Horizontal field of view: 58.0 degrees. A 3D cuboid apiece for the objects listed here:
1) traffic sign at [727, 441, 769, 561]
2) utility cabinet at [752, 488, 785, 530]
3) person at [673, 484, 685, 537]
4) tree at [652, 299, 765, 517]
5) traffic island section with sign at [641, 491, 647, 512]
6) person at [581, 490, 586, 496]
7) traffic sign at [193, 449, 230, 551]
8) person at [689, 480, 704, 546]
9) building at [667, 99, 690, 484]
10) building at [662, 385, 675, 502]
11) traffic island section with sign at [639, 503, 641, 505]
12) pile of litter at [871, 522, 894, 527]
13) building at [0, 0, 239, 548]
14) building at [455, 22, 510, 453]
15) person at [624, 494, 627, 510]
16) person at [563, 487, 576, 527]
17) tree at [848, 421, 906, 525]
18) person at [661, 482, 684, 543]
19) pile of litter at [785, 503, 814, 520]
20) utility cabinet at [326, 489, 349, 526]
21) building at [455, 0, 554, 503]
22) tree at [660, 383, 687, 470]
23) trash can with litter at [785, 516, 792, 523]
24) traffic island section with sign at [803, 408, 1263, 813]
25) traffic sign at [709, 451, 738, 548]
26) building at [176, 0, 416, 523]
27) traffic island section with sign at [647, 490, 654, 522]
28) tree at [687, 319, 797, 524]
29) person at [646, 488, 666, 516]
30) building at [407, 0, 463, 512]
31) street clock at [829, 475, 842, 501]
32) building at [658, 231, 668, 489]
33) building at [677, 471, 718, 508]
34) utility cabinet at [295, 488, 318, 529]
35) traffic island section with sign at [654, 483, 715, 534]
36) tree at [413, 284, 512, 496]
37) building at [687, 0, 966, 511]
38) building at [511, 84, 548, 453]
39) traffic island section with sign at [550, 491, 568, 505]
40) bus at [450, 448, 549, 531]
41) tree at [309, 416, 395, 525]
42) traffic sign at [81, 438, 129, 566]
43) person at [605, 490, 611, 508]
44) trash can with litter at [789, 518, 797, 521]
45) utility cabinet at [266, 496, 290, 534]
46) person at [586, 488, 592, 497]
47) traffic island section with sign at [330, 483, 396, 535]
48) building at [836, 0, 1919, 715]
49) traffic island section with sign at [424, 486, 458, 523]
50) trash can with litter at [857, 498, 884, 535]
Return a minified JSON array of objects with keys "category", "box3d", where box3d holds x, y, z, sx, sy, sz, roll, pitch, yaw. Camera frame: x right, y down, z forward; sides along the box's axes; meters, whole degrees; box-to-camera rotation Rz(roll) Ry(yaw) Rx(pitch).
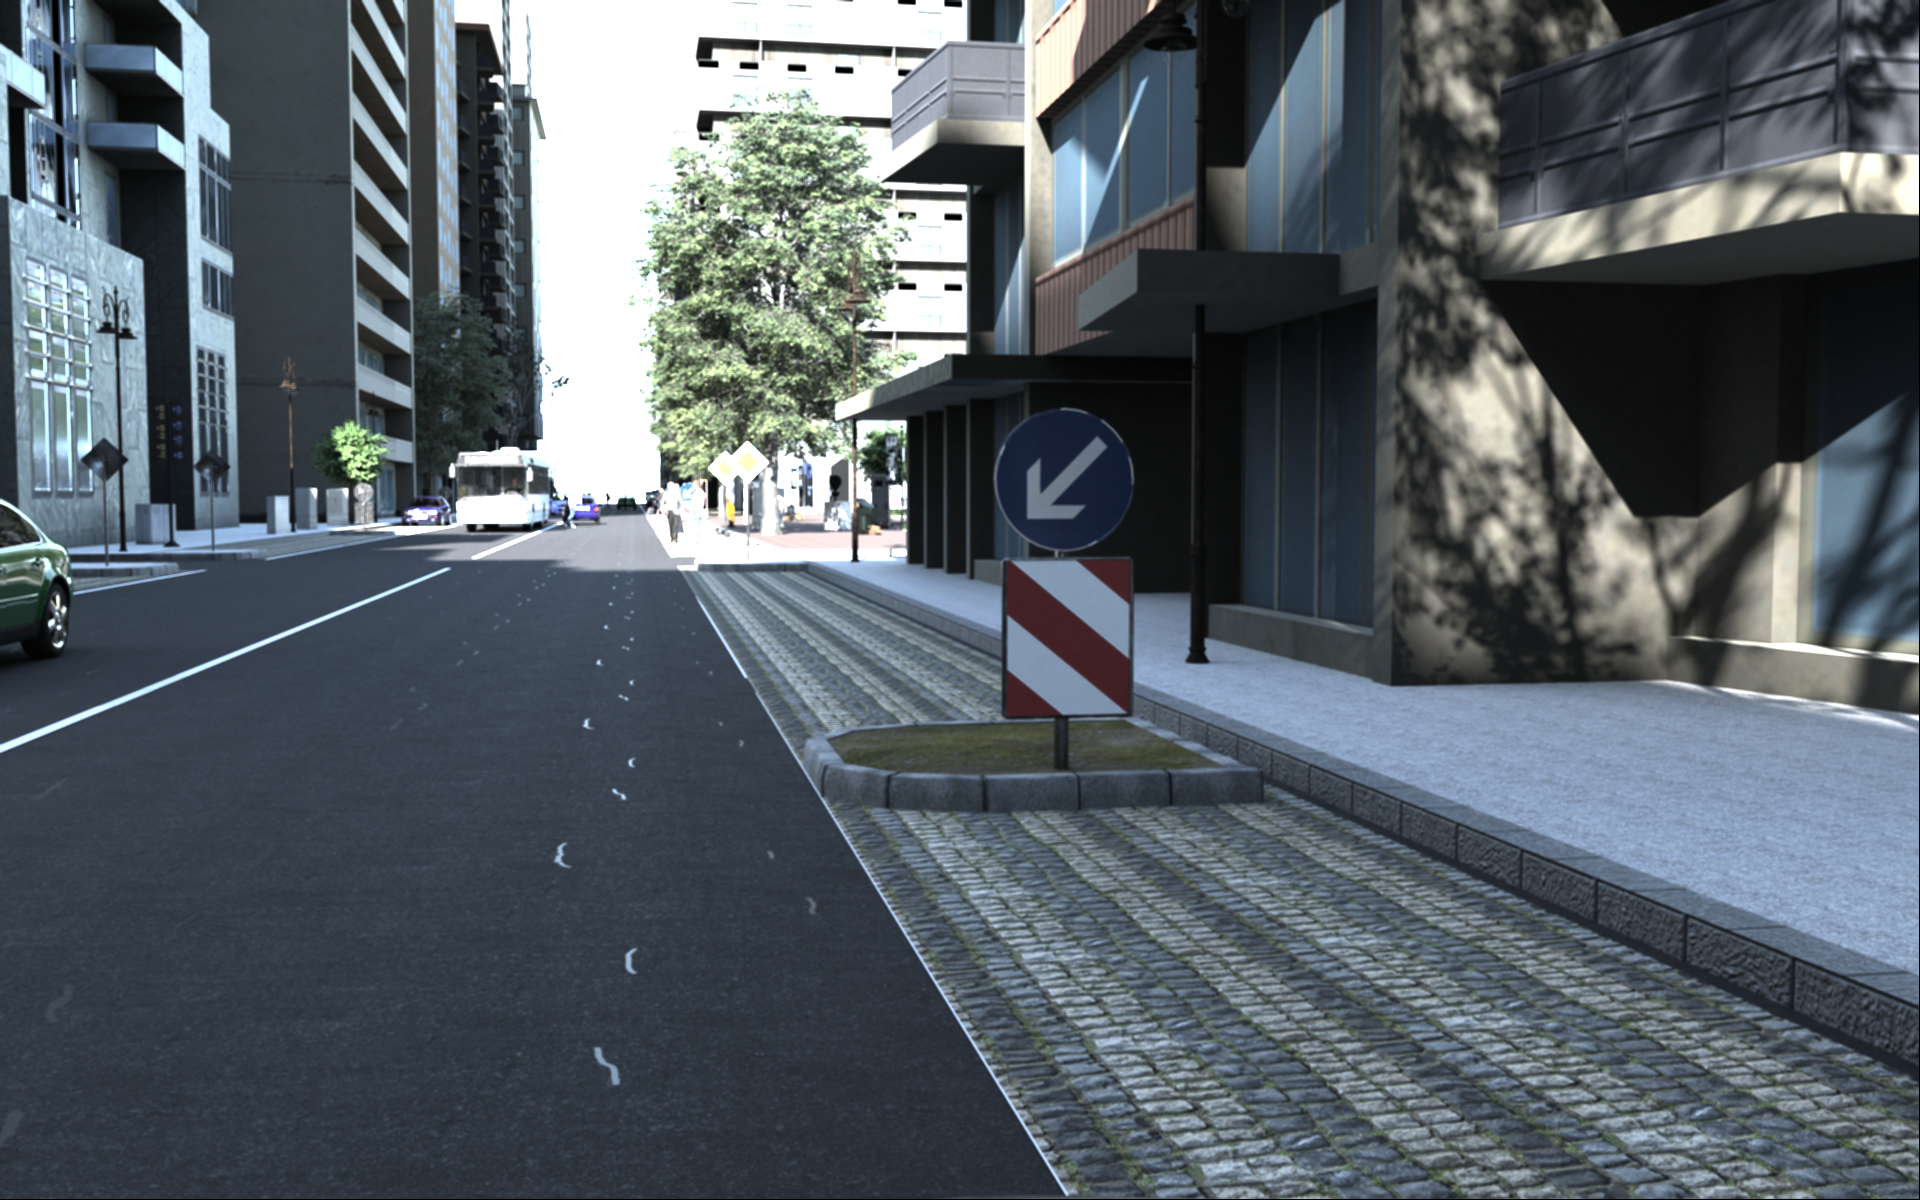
[{"category":"traffic sign","box3d":[-4.040,-1.794,32.982,0.795,2.450,0.064,-1,4,-11]},{"category":"utility cabinet","box3d":[-6.833,-3.246,61.759,1.173,1.500,0.318,-2,4,-34]},{"category":"person","box3d":[-9.375,-2.961,57.330,0.576,1.772,0.534,1,4,10]},{"category":"tree","box3d":[-13.497,-11.006,98.070,7.486,12.596,7.792,0,3,0]},{"category":"traffic island section with sign","box3d":[-24.401,-7.984,139.174,1.989,1.847,2.006,-1,4,-11]},{"category":"person","box3d":[-28.216,-7.364,129.582,0.721,1.739,1.217,2,4,31]},{"category":"traffic sign","box3d":[-16.723,-2.147,38.742,0.795,2.450,0.064,-1,4,-11]},{"category":"person","box3d":[-7.267,-2.397,47.696,0.555,1.821,0.388,3,5,39]},{"category":"building","box3d":[-23.309,-30.590,183.748,14.154,41.232,14.086,-1,4,-11]},{"category":"building","box3d":[-28.055,-24.516,245.873,27.650,21.520,28.899,-1,4,-11]},{"category":"traffic island section with sign","box3d":[-29.413,-9.604,165.661,1.989,1.847,2.006,-1,4,-11]},{"category":"pile of litter","box3d":[-3.223,-3.354,68.795,1.719,0.858,1.176,3,4,38]},{"category":"building","box3d":[-34.343,-44.991,48.279,22.319,86.520,31.000,-1,4,-11]},{"category":"building","box3d":[-53.199,-30.780,157.882,22.147,44.769,28.867,-1,4,-11]},{"category":"person","box3d":[-29.865,-8.725,154.419,0.557,1.426,1.065,-1,4,-16]},{"category":"person","box3d":[-16.782,-3.995,74.482,0.598,1.740,0.731,-2,4,-27]},{"category":"tree","box3d":[-3.037,-5.496,73.575,4.285,4.588,4.351,0,3,0]},{"category":"person","box3d":[-8.336,-2.525,50.183,0.661,1.777,0.834,-1,4,-9]},{"category":"pile of litter","box3d":[-8.335,-4.520,87.867,1.176,0.858,1.719,1,4,13]},{"category":"utility cabinet","box3d":[-24.985,-3.718,69.473,1.173,1.500,0.318,3,5,41]},{"category":"building","box3d":[-69.526,-49.583,248.936,20.563,71.187,20.611,-1,4,-11]},{"category":"tree","box3d":[-16.730,-9.731,109.467,4.360,8.622,3.978,0,3,0]},{"category":"trash can with litter","box3d":[-8.109,-4.068,77.893,1.055,1.170,0.624,-3,5,-41]},{"category":"traffic island section with sign","box3d":[0.240,-0.006,8.726,1.989,1.847,2.006,-1,4,-11]},{"category":"traffic sign","box3d":[-5.523,-2.274,40.829,0.795,2.450,0.064,-1,4,-11]},{"category":"building","box3d":[-39.112,-28.137,83.745,21.300,48.544,21.600,-1,4,-11]},{"category":"traffic island section with sign","box3d":[-15.043,-4.952,89.599,1.989,1.847,2.006,-1,4,-11]},{"category":"tree","box3d":[-8.959,-7.564,74.037,4.360,8.622,3.978,0,3,0]},{"category":"person","box3d":[-19.366,-6.249,110.885,1.509,1.804,0.699,3,5,39]},{"category":"building","box3d":[-41.763,-28.563,117.108,14.600,45.320,14.200,-1,4,-11]},{"category":"street clock","box3d":[-4.783,-3.784,66.443,0.471,2.002,0.358,0,4,3]},{"category":"building","box3d":[-39.179,-35.613,265.870,14.154,41.232,14.086,-1,4,-11]},{"category":"building","box3d":[-16.773,-44.500,165.835,20.563,71.187,20.611,-1,4,-11]},{"category":"utility cabinet","box3d":[-23.638,-3.302,62.660,0.318,1.500,1.173,-3,5,-44]},{"category":"traffic island section with sign","box3d":[-9.831,-3.267,62.038,1.989,1.847,2.006,-1,4,-11]},{"category":"tree","box3d":[-32.462,-12.204,106.184,9.857,13.997,8.962,0,3,0]},{"category":"building","box3d":[-8.399,-33.876,143.103,28.713,52.752,27.495,-1,4,-11]},{"category":"building","box3d":[-68.524,-38.879,224.914,28.713,52.752,27.495,-1,4,-11]},{"category":"traffic island section with sign","box3d":[-50.641,-12.811,218.091,1.989,1.847,2.006,-1,4,-11]},{"category":"bus","box3d":[-18.250,-4.569,69.562,2.948,3.499,13.247,-1,4,-10]},{"category":"tree","box3d":[-25.259,-5.403,72.054,4.285,4.588,4.351,0,3,0]},{"category":"traffic sign","box3d":[-15.241,-1.667,30.895,0.795,2.450,0.064,-1,4,-11]},{"category":"person","box3d":[-35.381,-10.149,174.306,0.599,1.838,0.709,2,4,34]},{"category":"trash can with litter","box3d":[-8.735,-4.481,84.318,1.678,1.210,2.233,-2,4,-35]},{"category":"utility cabinet","box3d":[-21.969,-2.729,55.777,0.306,1.237,1.020,0,4,4]},{"category":"person","box3d":[-24.312,-6.432,113.694,0.654,1.822,0.581,3,4,37]},{"category":"traffic island section with sign","box3d":[-20.879,-3.182,60.646,1.989,1.847,2.006,-1,4,-11]},{"category":"building","box3d":[10.785,-22.355,20.126,22.147,44.769,28.867,-1,4,-11]},{"category":"traffic island section with sign","box3d":[-25.977,-4.827,87.547,1.989,1.847,2.006,-1,4,-11]},{"category":"trash can with litter","box3d":[-2.842,-2.658,54.845,1.055,1.170,0.624,3,5,44]}]
